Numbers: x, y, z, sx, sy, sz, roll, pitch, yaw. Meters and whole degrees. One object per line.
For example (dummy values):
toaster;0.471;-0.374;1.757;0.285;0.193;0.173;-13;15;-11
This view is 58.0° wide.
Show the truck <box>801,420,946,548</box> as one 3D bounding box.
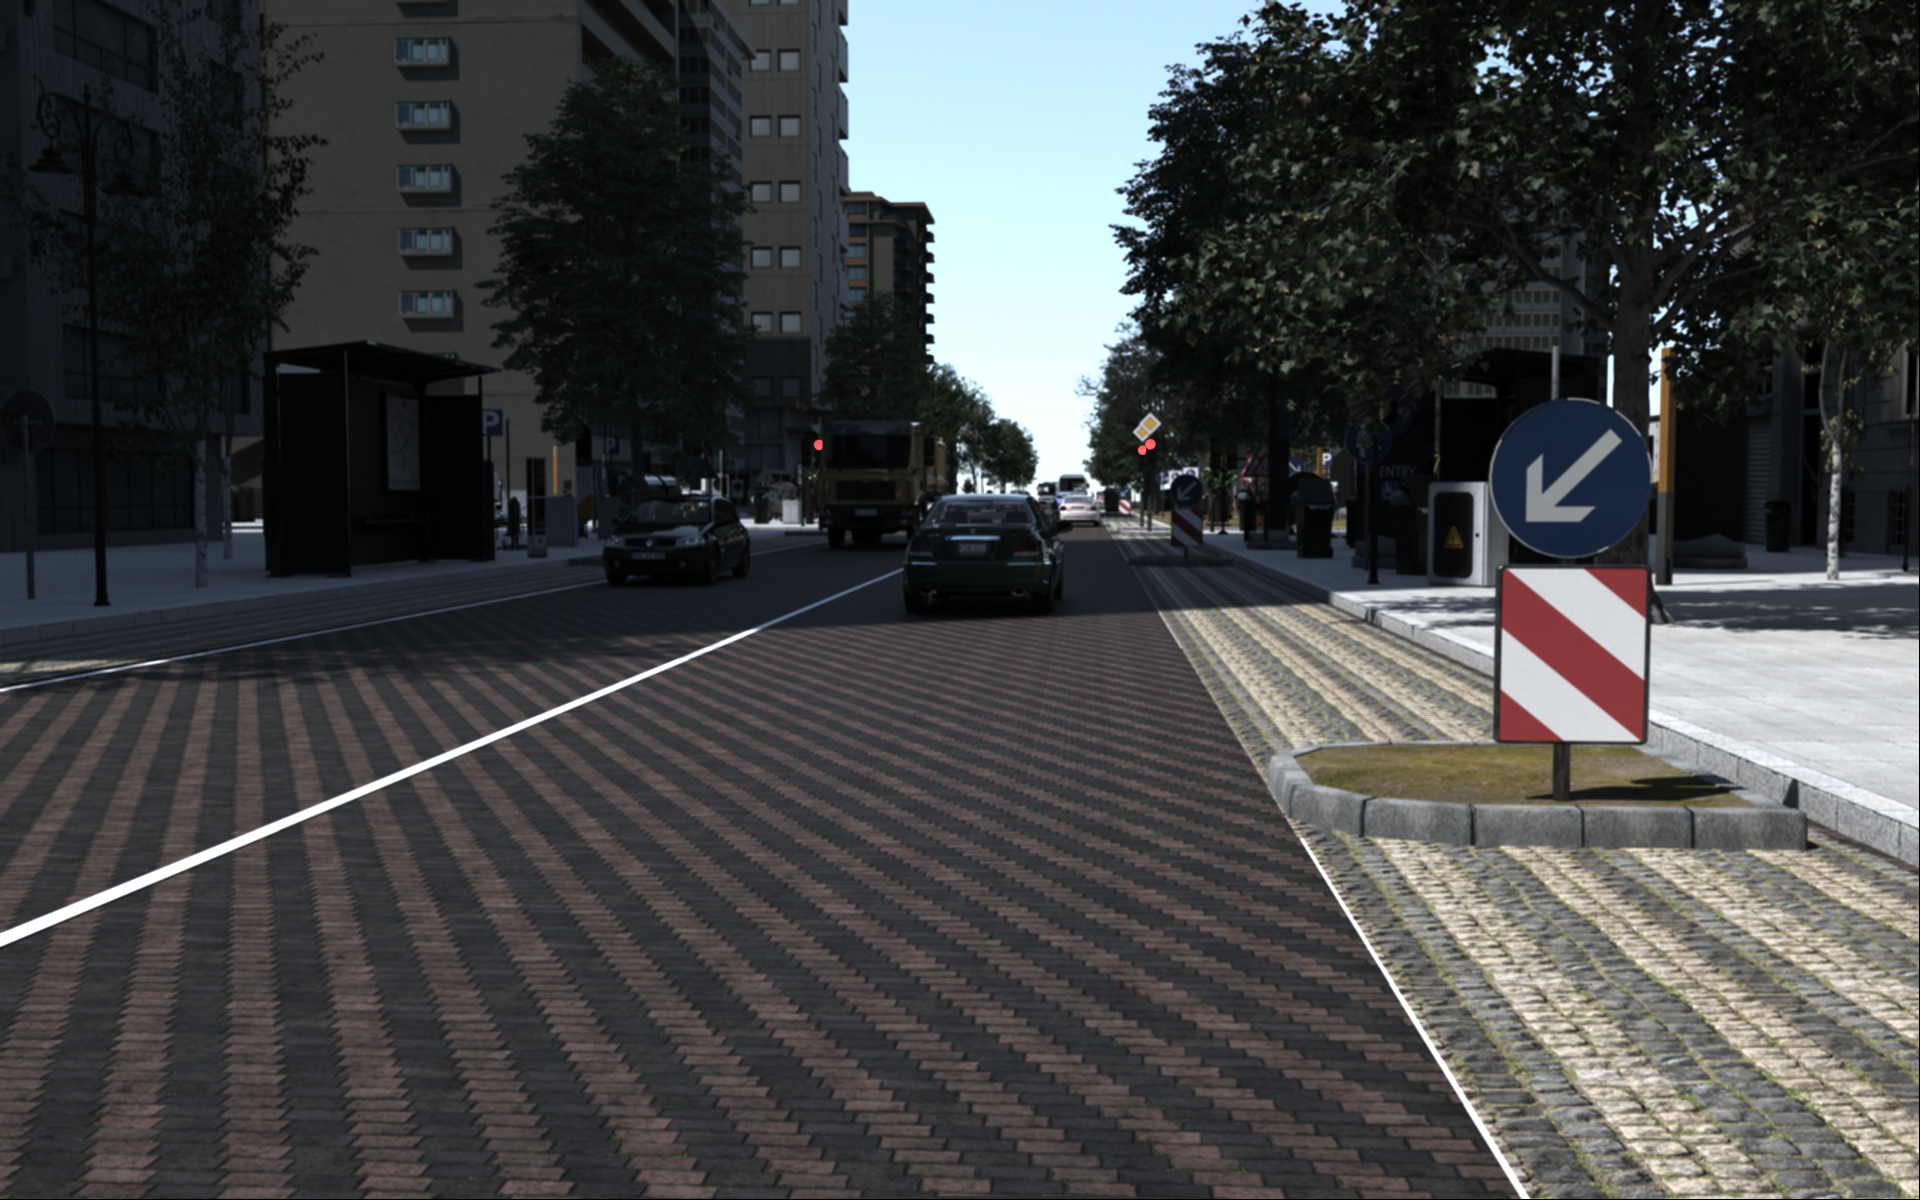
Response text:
truck;-2.083;-3.204;48.307;3.469;3.379;9.791;0;4;5

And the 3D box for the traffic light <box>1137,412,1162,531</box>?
traffic light;6.499;-4.314;59.454;0.839;4.253;0.868;0;4;4

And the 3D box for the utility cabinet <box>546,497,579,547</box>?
utility cabinet;-9.836;-1.901;42.246;1.020;1.237;0.306;1;4;13

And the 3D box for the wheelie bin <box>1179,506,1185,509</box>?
wheelie bin;14.968;-6.596;115.759;0.980;1.594;0.693;3;4;36

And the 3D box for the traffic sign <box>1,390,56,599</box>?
traffic sign;-11.383;-1.287;21.151;0.768;2.556;0.104;1;4;12

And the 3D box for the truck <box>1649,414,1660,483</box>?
truck;30.160;-4.459;61.824;11.283;4.237;2.839;0;4;3

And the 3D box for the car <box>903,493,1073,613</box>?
car;0.374;-0.650;22.423;2.131;1.459;4.920;0;4;6

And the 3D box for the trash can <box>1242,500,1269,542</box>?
trash can;7.561;-1.993;44.235;0.748;1.137;0.748;0;3;0

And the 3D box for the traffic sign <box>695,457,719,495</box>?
traffic sign;-8.731;-3.654;59.753;0.884;2.594;0.081;1;4;13

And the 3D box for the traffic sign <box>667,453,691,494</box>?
traffic sign;-8.436;-3.167;51.892;0.768;2.556;0.104;1;4;12

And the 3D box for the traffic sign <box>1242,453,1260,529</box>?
traffic sign;9.312;-3.336;54.550;0.884;2.594;0.081;0;4;8

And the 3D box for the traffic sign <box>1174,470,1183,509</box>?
traffic sign;11.398;-5.550;90.841;0.768;2.556;0.104;0;4;7

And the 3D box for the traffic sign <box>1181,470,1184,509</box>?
traffic sign;11.813;-5.607;91.776;0.768;2.556;0.104;1;4;11

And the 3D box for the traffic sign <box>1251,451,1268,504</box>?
traffic sign;9.326;-3.238;52.941;0.884;2.594;0.081;0;4;5

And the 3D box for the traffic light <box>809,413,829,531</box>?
traffic light;-4.833;-4.363;60.258;0.839;4.253;0.868;0;4;4

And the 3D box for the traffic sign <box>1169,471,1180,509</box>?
traffic sign;9.476;-4.530;76.199;0.606;2.300;0.079;1;4;8

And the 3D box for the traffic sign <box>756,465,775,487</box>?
traffic sign;-8.701;-4.736;77.435;0.884;2.594;0.081;1;4;8

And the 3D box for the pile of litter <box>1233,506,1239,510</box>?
pile of litter;21.845;-7.527;137.034;1.176;0.858;1.719;0;4;8

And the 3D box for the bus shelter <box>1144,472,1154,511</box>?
bus shelter;14.752;-8.833;135.709;1.731;3.624;6.357;0;4;4

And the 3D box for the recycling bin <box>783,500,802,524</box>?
recycling bin;-7.156;-3.755;73.954;0.722;1.027;0.722;0;4;5

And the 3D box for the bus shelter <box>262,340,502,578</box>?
bus shelter;-9.694;-2.347;29.659;1.731;3.624;6.357;0;4;4

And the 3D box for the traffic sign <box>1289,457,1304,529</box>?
traffic sign;11.429;-3.621;59.308;0.768;2.556;0.104;1;4;10

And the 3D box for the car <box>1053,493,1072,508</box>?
car;8.366;-7.889;138.571;1.945;1.707;3.694;0;4;4

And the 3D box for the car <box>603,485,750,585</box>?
car;-4.644;-1.158;28.726;2.009;1.686;4.222;0;4;5

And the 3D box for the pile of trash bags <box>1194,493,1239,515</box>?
pile of trash bags;15.804;-5.931;106.726;3.447;1.369;1.912;0;4;-6

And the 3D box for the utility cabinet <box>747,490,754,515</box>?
utility cabinet;-11.979;-5.741;102.549;1.173;1.500;0.318;0;4;6

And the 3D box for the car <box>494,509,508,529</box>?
car;-19.484;-3.273;65.315;4.920;1.459;2.131;0;4;3

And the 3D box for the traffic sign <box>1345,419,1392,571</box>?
traffic sign;6.806;-1.764;28.944;0.768;2.556;0.104;1;4;9

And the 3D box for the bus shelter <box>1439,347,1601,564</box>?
bus shelter;9.620;-2.412;30.719;1.731;3.624;6.357;0;4;4

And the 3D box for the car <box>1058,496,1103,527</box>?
car;5.351;-3.990;77.602;2.083;1.381;4.827;0;4;5

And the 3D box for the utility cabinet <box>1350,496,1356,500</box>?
utility cabinet;31.619;-7.869;139.822;1.020;1.237;0.306;2;4;35

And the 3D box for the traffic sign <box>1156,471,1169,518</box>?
traffic sign;11.041;-5.750;94.122;0.768;2.556;0.104;0;4;7

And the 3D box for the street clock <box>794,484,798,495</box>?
street clock;-11.407;-7.083;120.371;0.358;2.002;0.471;-1;4;-15

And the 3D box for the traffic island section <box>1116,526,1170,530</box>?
traffic island section;7.117;-2.767;67.529;2.009;0.180;2.903;0;4;4

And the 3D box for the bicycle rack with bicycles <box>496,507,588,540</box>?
bicycle rack with bicycles;-11.648;-2.187;49.134;2.852;0.926;2.925;2;4;26

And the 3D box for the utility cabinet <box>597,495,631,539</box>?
utility cabinet;-9.758;-2.325;49.182;1.020;1.237;0.306;1;4;12

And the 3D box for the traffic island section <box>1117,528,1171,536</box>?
traffic island section;6.539;-2.280;59.565;2.009;0.180;2.903;0;4;4

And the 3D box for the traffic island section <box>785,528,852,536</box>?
traffic island section;-4.872;-2.331;60.396;2.009;0.180;2.903;0;4;4

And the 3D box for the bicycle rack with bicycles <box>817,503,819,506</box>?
bicycle rack with bicycles;-9.161;-6.819;124.866;2.925;0.926;2.852;0;4;0

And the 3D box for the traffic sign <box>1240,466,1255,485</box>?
traffic sign;13.002;-4.776;78.186;0.768;2.556;0.104;0;4;8

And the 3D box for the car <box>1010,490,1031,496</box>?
car;5.455;-9.309;160.872;2.281;1.827;5.304;0;4;5

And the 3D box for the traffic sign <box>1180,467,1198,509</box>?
traffic sign;8.852;-3.934;66.453;0.606;2.300;0.079;1;4;13

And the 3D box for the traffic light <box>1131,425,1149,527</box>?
traffic light;7.078;-4.801;67.418;0.839;4.253;0.868;0;4;4

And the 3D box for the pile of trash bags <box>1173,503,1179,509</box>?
pile of trash bags;18.197;-7.594;133.921;3.447;1.369;1.912;-2;4;-31

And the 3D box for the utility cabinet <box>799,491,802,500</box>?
utility cabinet;-11.623;-7.250;127.213;0.318;1.500;1.173;0;4;-4

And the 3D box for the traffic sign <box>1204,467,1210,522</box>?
traffic sign;11.612;-4.935;80.801;0.768;2.556;0.104;1;4;13
